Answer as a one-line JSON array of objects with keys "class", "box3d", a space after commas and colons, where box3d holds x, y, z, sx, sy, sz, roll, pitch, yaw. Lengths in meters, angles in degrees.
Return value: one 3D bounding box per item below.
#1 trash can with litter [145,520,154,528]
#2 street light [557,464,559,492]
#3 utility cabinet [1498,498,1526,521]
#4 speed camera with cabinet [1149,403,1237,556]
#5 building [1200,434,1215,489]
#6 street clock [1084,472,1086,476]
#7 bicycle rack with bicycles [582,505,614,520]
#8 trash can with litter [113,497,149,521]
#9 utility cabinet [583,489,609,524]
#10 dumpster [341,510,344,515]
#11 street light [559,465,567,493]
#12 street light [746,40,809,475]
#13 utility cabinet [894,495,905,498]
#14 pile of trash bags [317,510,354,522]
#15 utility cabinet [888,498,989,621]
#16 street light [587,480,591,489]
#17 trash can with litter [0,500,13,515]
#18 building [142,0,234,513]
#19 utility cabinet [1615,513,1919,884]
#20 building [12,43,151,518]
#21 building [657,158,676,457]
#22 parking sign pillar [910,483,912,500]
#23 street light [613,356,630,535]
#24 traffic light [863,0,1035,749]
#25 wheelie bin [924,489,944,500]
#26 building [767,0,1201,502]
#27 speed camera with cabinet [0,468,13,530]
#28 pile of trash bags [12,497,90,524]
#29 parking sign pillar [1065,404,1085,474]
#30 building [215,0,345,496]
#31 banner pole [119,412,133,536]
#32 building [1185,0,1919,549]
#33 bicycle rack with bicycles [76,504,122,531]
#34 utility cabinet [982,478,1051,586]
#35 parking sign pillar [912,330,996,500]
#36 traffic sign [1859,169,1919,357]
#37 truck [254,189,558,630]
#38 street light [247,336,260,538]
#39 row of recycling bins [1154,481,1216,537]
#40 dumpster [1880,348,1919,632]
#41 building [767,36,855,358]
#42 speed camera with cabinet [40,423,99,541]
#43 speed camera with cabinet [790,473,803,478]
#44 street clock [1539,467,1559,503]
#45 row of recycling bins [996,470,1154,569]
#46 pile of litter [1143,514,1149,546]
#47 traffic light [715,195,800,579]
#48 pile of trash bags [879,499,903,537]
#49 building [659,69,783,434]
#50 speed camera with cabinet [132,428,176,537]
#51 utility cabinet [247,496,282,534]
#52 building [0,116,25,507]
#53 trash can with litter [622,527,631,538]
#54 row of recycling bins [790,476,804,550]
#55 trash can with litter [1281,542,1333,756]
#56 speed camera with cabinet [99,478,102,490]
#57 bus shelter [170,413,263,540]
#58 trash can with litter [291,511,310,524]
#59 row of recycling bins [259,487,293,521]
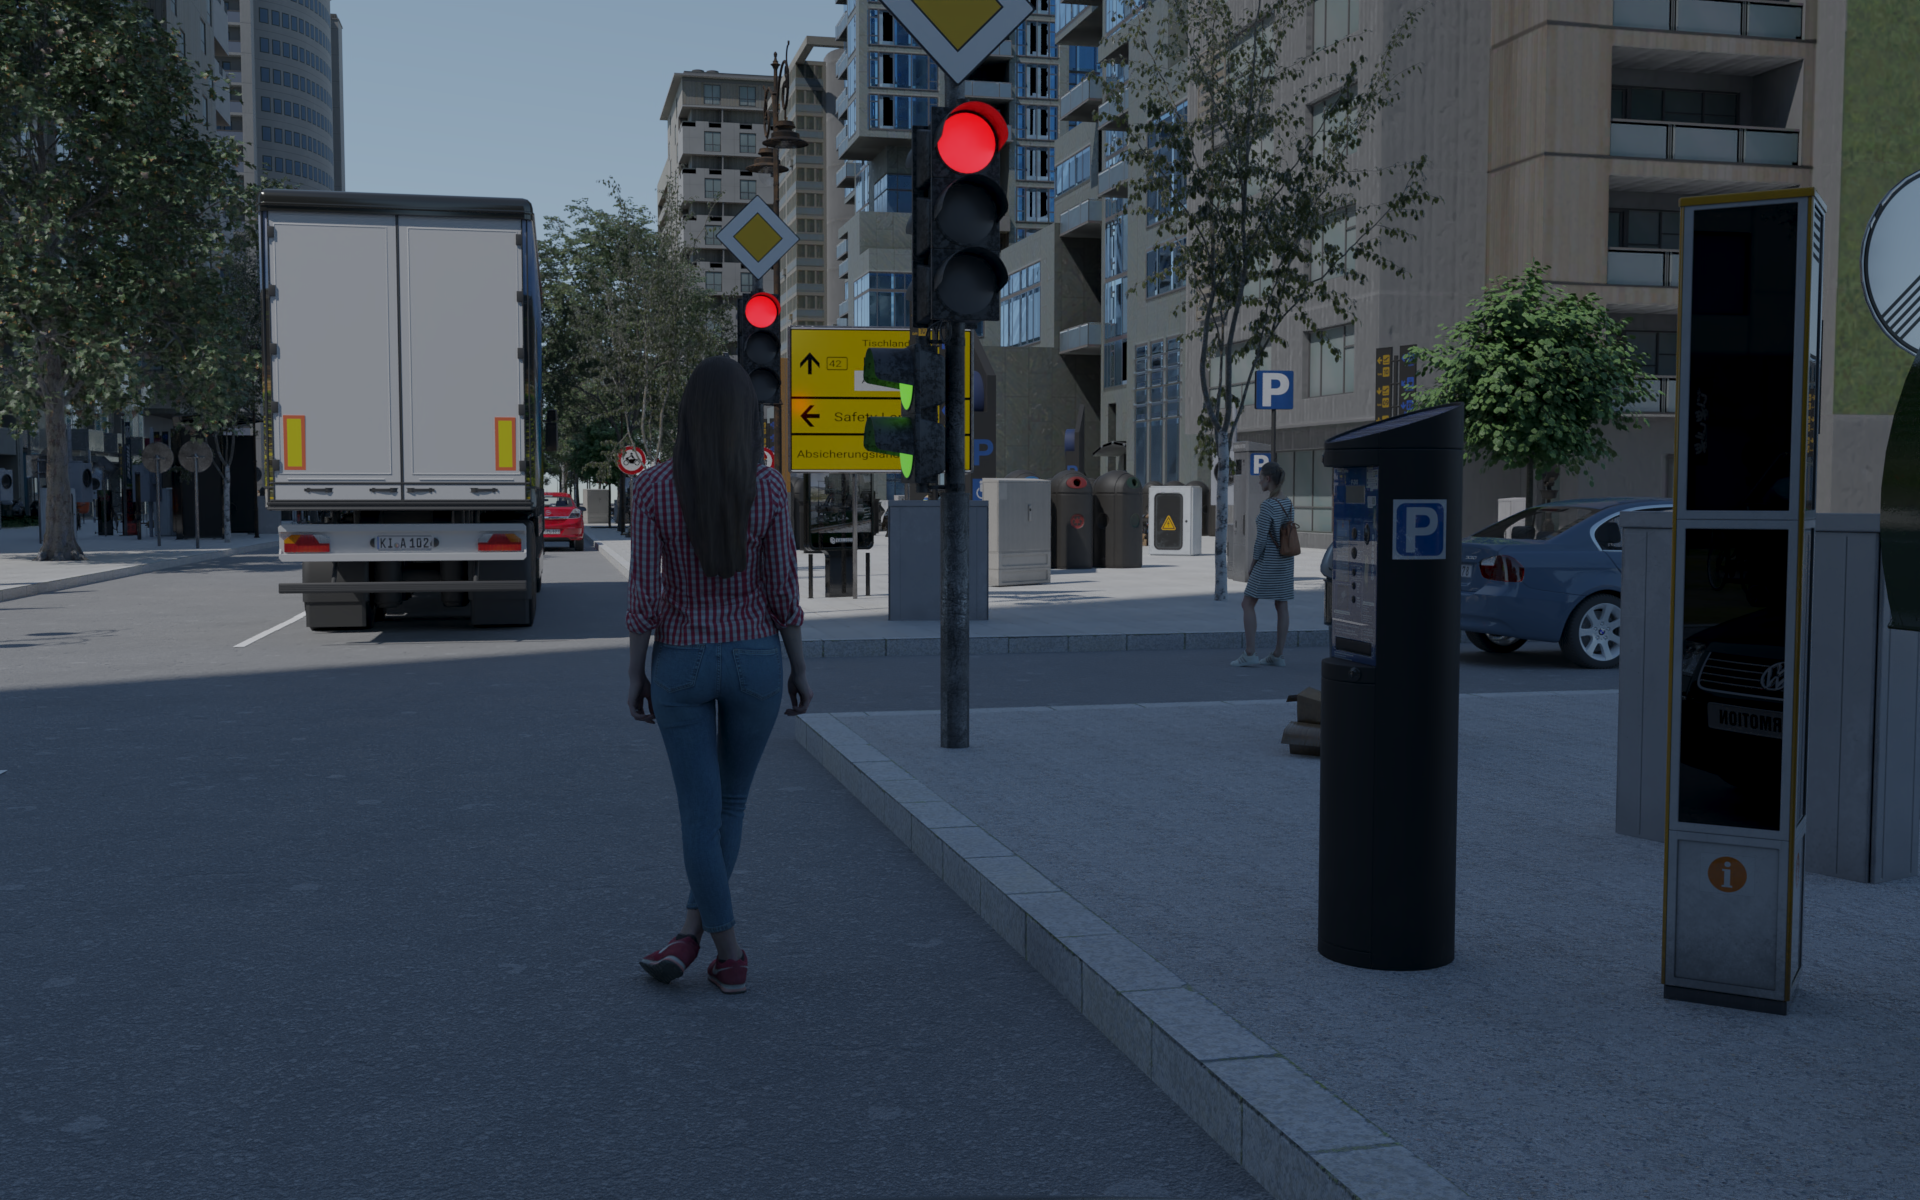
[{"class": "trash can with litter", "box3d": [-30.460, -3.331, 65.855, 1.055, 1.170, 0.624, 0, 4, 0]}, {"class": "street light", "box3d": [-48.308, -14.457, 209.151, 0.468, 5.910, 1.993, -1, 4, -14]}, {"class": "utility cabinet", "box3d": [9.603, -1.162, 30.160, 0.306, 1.237, 1.020, 0, 4, 6]}, {"class": "speed camera with cabinet", "box3d": [4.942, -2.534, 35.768, 2.038, 3.252, 0.660, 2, 4, 29]}, {"class": "building", "box3d": [12.929, -46.363, 70.713, 22.319, 86.520, 31.000, -1, 4, -14]}, {"class": "street clock", "box3d": [3.674, -2.985, 53.379, 0.358, 2.002, 0.471, 2, 4, 35]}, {"class": "bicycle rack with bicycles", "box3d": [-17.013, -4.336, 84.281, 2.925, 0.926, 2.852, -3, 4, -37]}, {"class": "trash can with litter", "box3d": [-39.218, -4.321, 81.714, 2.233, 1.210, 1.678, 2, 4, 23]}, {"class": "utility cabinet", "box3d": [-15.530, -3.991, 73.936, 0.318, 1.500, 1.173, 3, 4, 38]}, {"class": "dumpster", "box3d": [-29.886, -4.910, 82.765, 1.502, 2.255, 1.985, -1, 4, -14]}, {"class": "street light", "box3d": [-39.574, -12.270, 173.396, 0.468, 5.910, 1.993, -1, 4, -14]}, {"class": "street light", "box3d": [-1.928, -2.782, 18.274, 0.468, 5.910, 1.993, -1, 4, -14]}, {"class": "utility cabinet", "box3d": [-2.723, -4.410, 83.272, 0.306, 1.237, 1.020, 3, 5, 39]}, {"class": "pile of trash bags", "box3d": [-27.981, -4.177, 78.046, 1.912, 1.369, 3.447, -1, 4, -21]}, {"class": "utility cabinet", "box3d": [-0.222, -0.398, 17.673, 1.020, 1.237, 0.306, 0, 4, -2]}, {"class": "street light", "box3d": [-19.729, -7.270, 91.655, 0.468, 5.910, 1.993, -1, 4, -14]}, {"class": "trash can with litter", "box3d": [-39.183, -3.668, 71.353, 1.055, 1.170, 0.624, 3, 4, 39]}, {"class": "building", "box3d": [-67.692, -32.614, 122.478, 28.713, 52.752, 27.495, -1, 4, -14]}, {"class": "utility cabinet", "box3d": [2.859, 0.306, 6.162, 0.306, 1.237, 1.020, -2, 4, -31]}, {"class": "building", "box3d": [-58.535, -29.079, 95.049, 23.786, 49.044, 30.456, -1, 4, -14]}, {"class": "building", "box3d": [-30.140, -37.651, 239.291, 21.300, 48.544, 21.600, -1, 4, -14]}, {"class": "parking sign pillar", "box3d": [-1.411, -4.579, 63.333, 1.447, 3.967, 1.447, 3, 5, 39]}, {"class": "street light", "box3d": [-10.481, -4.948, 53.688, 0.468, 5.910, 1.993, -1, 4, -14]}, {"class": "traffic light", "box3d": [-0.045, -1.208, 8.679, 0.839, 4.253, 0.868, -1, 4, -14]}, {"class": "wheelie bin", "box3d": [-0.725, -3.052, 57.807, 0.980, 1.594, 0.693, 0, 4, -1]}, {"class": "building", "box3d": [-0.031, -49.124, 115.852, 22.319, 86.520, 31.000, -1, 4, -14]}, {"class": "speed camera with cabinet", "box3d": [-34.363, -4.087, 61.160, 0.660, 3.252, 2.038, 0, 4, 7]}, {"class": "pile of trash bags", "box3d": [-38.762, -3.897, 73.461, 3.447, 1.369, 1.912, -2, 4, -25]}, {"class": "parking sign pillar", "box3d": [3.415, -3.851, 51.441, 1.447, 3.967, 1.447, 1, 4, 11]}, {"class": "building", "box3d": [-79.682, -39.606, 189.564, 21.231, 58.520, 28.212, -1, 4, -14]}, {"class": "banner pole", "box3d": [-25.430, -3.844, 52.873, 0.401, 3.779, 0.863, -3, 5, -44]}, {"class": "building", "box3d": [14.302, -21.813, 40.231, 14.086, 41.232, 14.154, -1, 4, -14]}, {"class": "bicycle rack with bicycles", "box3d": [-30.672, -2.910, 60.965, 2.852, 0.926, 2.925, -1, 4, -15]}, {"class": "utility cabinet", "box3d": [0.809, -0.955, 24.285, 0.318, 1.500, 1.173, 3, 5, 40]}, {"class": "parking sign pillar", "box3d": [0.180, -2.361, 27.070, 1.447, 3.967, 1.447, -1, 4, -16]}, {"class": "traffic sign", "box3d": [3.817, -0.408, 6.773, 0.768, 2.556, 0.104, 0, 4, -8]}, {"class": "truck", "box3d": [-6.487, -2.002, 21.644, 2.839, 4.237, 11.283, -1, 4, -13]}, {"class": "street light", "box3d": [-20.603, -4.757, 50.571, 0.468, 5.910, 1.993, -1, 4, -14]}, {"class": "row of recycling bins", "box3d": [6.989, -2.832, 53.413, 1.069, 1.692, 3.534, -3, 5, -42]}, {"class": "dumpster", "box3d": [2.957, -0.034, 3.050, 1.502, 2.255, 1.985, -1, 4, -14]}, {"class": "building", "box3d": [-2.235, -27.712, 144.973, 32.217, 40.220, 23.993, -1, 4, -14]}, {"class": "speed camera with cabinet", "box3d": [-24.714, -3.275, 47.881, 0.660, 3.252, 2.038, 0, 4, -3]}, {"class": "speed camera with cabinet", "box3d": [-5.993, -4.275, 64.240, 0.660, 3.252, 2.038, 0, 4, 2]}, {"class": "street clock", "box3d": [11.100, -1.718, 32.662, 0.358, 2.002, 0.471, 0, 4, 0]}, {"class": "row of recycling bins", "box3d": [1.466, -1.378, 29.644, 3.534, 1.692, 1.069, -2, 4, -24]}, {"class": "pile of litter", "box3d": [4.477, -1.784, 43.139, 1.176, 0.858, 1.719, 0, 4, 0]}, {"class": "traffic light", "box3d": [-1.931, -1.683, 16.439, 0.839, 4.253, 0.868, -1, 4, -14]}, {"class": "pile of trash bags", "box3d": [-0.613, -2.550, 51.445, 3.447, 1.369, 1.912, 3, 5, 40]}, {"class": "building", "box3d": [-21.769, -38.333, 215.977, 28.713, 52.752, 27.495, -1, 4, -14]}, {"class": "speed camera with cabinet", "box3d": [-24.175, -3.547, 52.335, 0.660, 3.252, 2.038, 0, 4, 6]}, {"class": "utility cabinet", "box3d": [-22.444, -2.734, 55.861, 1.020, 1.237, 0.306, -2, 4, -24]}, {"class": "building", "box3d": [-49.603, -26.877, 63.143, 21.300, 48.544, 21.600, -1, 4, -14]}, {"class": "trash can with litter", "box3d": [-9.446, -2.443, 51.322, 1.055, 1.170, 0.624, -2, 4, -32]}, {"class": "row of recycling bins", "box3d": [-3.792, -2.060, 40.786, 1.069, 1.692, 3.534, 1, 4, 16]}, {"class": "trash can with litter", "box3d": [2.060, 0.163, 8.724, 0.624, 1.170, 1.055, 2, 4, 34]}, {"class": "speed camera with cabinet", "box3d": [-39.166, -5.035, 76.659, 2.038, 3.252, 0.660, -3, 5, -45]}, {"class": "bus shelter", "box3d": [-22.062, -3.703, 51.823, 1.731, 3.624, 6.357, -1, 4, -14]}, {"class": "trash can with litter", "box3d": [-28.345, -3.895, 74.736, 1.678, 1.210, 2.233, 0, 4, -3]}, {"class": "row of recycling bins", "box3d": [-32.579, -4.677, 83.589, 1.069, 1.692, 3.534, 0, 4, 8]}]
